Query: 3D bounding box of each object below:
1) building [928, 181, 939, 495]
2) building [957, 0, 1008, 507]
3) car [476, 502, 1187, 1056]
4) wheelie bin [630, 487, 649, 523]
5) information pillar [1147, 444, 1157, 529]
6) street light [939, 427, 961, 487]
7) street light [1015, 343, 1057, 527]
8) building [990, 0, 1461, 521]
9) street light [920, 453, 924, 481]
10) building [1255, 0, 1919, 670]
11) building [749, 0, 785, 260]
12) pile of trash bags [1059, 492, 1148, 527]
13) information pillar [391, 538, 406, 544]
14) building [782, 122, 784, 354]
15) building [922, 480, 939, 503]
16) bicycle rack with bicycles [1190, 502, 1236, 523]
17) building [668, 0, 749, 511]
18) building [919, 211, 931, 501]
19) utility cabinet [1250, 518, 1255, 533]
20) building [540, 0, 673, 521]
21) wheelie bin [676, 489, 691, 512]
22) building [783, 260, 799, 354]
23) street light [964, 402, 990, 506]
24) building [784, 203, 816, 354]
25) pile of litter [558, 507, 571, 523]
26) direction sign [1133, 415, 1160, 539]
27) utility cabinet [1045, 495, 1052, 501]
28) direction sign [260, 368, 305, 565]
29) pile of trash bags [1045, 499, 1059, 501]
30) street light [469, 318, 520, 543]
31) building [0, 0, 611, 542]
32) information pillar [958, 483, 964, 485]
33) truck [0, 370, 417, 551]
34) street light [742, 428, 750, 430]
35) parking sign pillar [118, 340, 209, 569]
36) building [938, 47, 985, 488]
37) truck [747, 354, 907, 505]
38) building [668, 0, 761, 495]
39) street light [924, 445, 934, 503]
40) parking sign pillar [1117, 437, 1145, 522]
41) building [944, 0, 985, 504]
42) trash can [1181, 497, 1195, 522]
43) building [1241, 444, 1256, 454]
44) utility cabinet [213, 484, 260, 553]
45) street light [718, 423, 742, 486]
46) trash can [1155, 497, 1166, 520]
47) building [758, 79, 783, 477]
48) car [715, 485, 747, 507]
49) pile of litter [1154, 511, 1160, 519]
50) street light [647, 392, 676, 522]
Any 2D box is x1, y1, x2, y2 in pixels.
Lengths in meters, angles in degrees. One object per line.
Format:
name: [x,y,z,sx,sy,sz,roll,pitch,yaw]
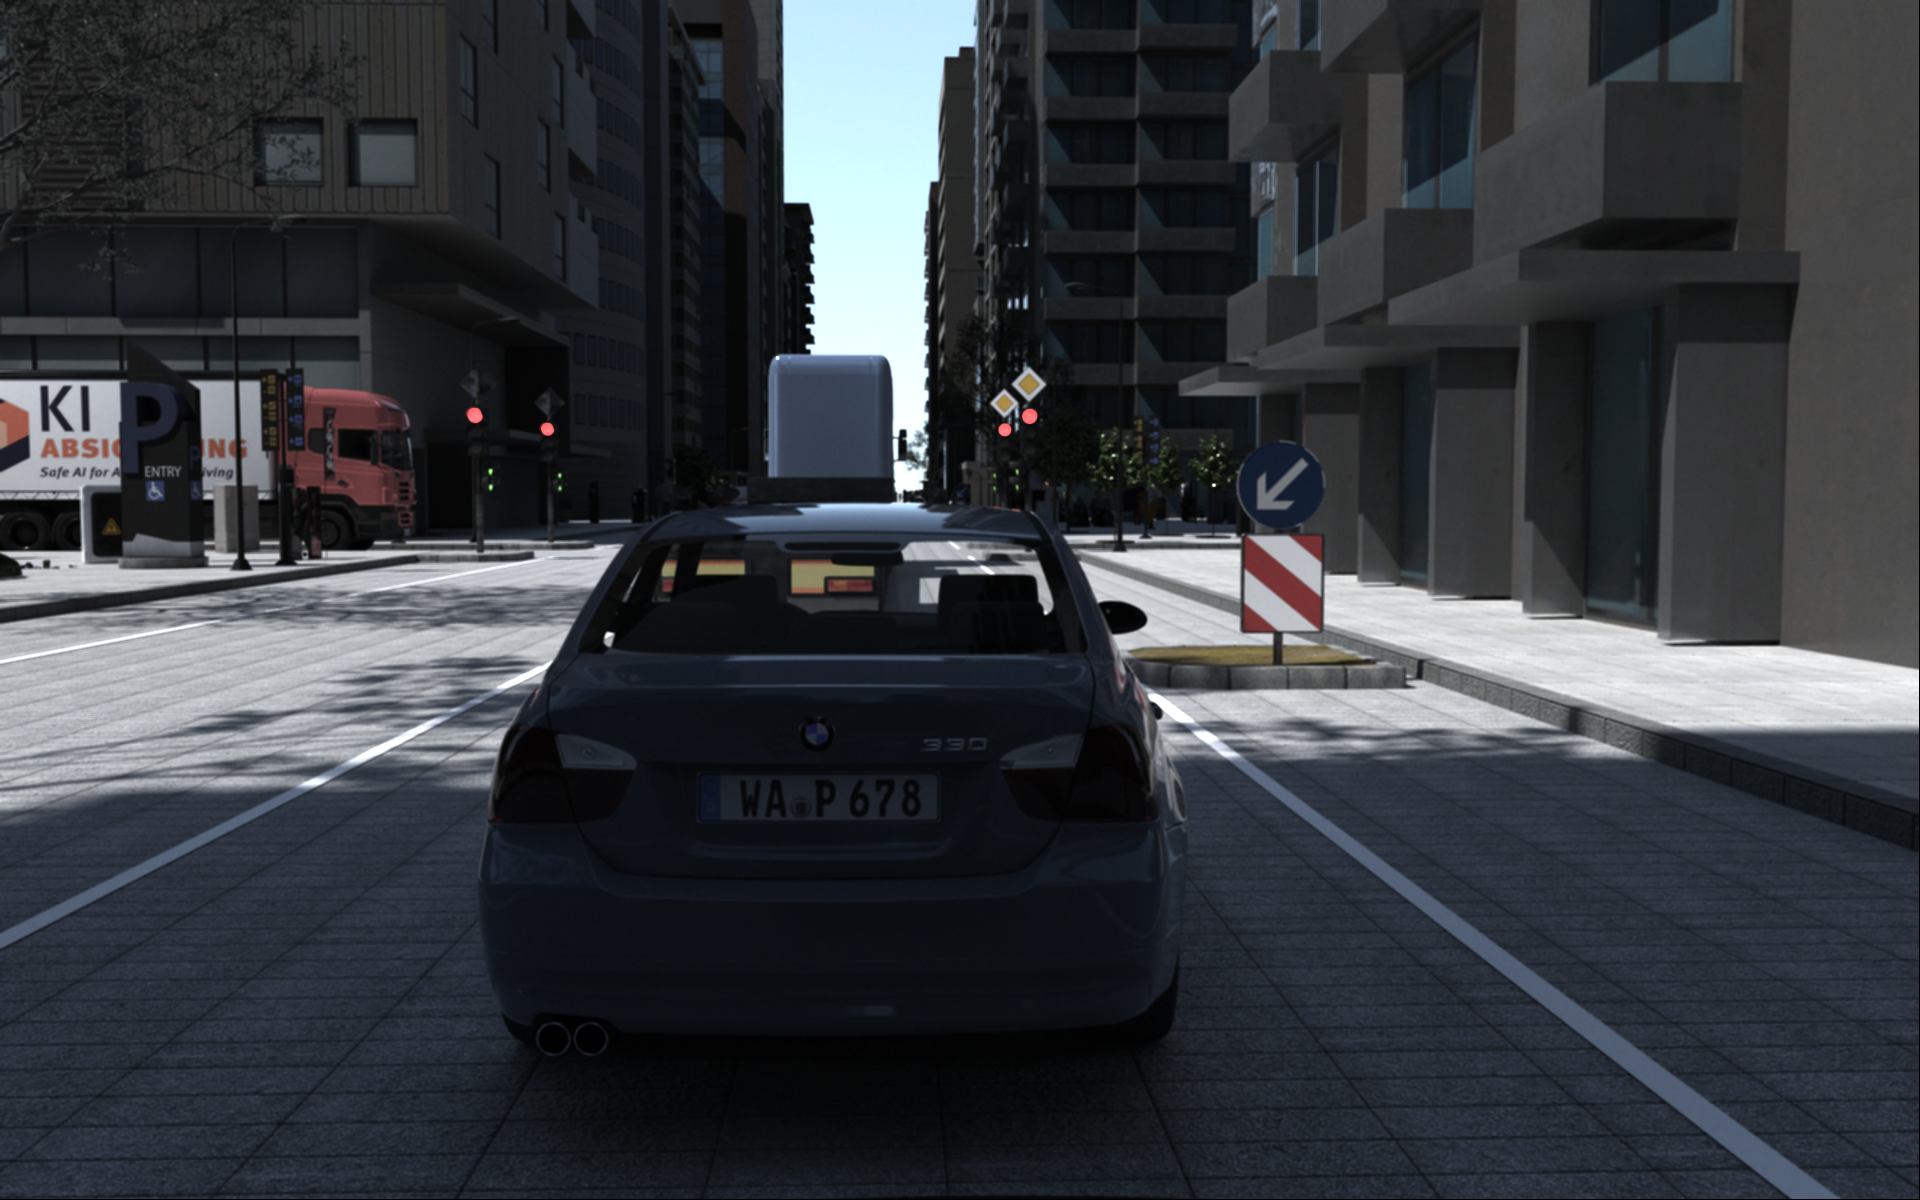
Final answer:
building: [2.636,-36.191,241.837,14.600,45.320,14.200,0,4,-2]
building: [10.476,-42.479,132.782,20.563,71.187,20.611,0,4,-2]
car: [-0.320,0.378,5.817,2.014,1.417,4.499,0,4,-1]
wheelie bin: [-14.026,-4.161,75.937,0.693,1.594,0.980,0,4,4]
information pillar: [7.015,-4.390,63.139,0.183,3.616,0.504,3,4,38]
street light: [-0.500,-9.060,120.677,1.470,5.913,1.316,0,4,-2]
street light: [2.386,-4.943,53.361,1.470,5.913,1.316,0,4,-2]
building: [13.395,-29.681,104.886,23.786,49.044,30.456,0,4,-2]
street light: [-3.734,-13.723,196.913,1.470,5.913,1.316,0,4,-2]
building: [16.109,-24.593,21.710,23.786,49.044,30.456,0,4,-2]
building: [-31.328,-48.254,227.208,20.563,71.187,20.611,0,4,-2]
pile of trash bags: [5.808,-3.532,67.505,3.447,1.369,1.912,1,4,11]
information pillar: [-14.480,-3.266,44.750,0.504,3.616,0.183,1,4,22]
building: [-25.723,-30.341,179.666,14.154,41.232,14.086,0,4,-2]
building: [11.327,-32.485,223.017,32.217,40.220,23.993,0,4,-2]
bicycle rack with bicycles: [12.039,-3.877,76.764,2.852,0.926,2.925,-3,5,-41]
building: [-32.828,-26.926,132.121,32.217,40.220,23.993,0,4,-2]
building: [5.708,-39.461,264.798,23.786,49.044,30.456,0,4,-2]
utility cabinet: [9.347,-2.744,56.029,0.306,1.237,1.020,2,4,25]
building: [-27.903,-33.673,92.550,21.231,58.520,28.212,0,4,-2]
wheelie bin: [-18.240,-6.500,114.184,0.980,1.594,0.693,-1,4,-14]
building: [-26.952,-26.886,211.292,14.160,30.474,14.107,0,4,-2]
street light: [0.917,-7.008,87.123,1.470,5.913,1.316,0,4,-2]
building: [-32.468,-36.578,252.681,22.147,44.769,28.867,0,4,-2]
pile of litter: [-17.895,-3.879,77.380,1.176,0.858,1.719,2,4,27]
direction sign: [5.352,-3.538,49.844,0.876,3.537,0.379,3,4,38]
utility cabinet: [4.078,-4.586,86.147,1.020,1.237,0.306,-2,4,-33]
direction sign: [-12.237,-2.407,31.346,0.876,3.537,0.379,1,4,15]
pile of trash bags: [3.731,-4.311,80.244,1.912,1.369,3.447,-1,4,-18]
street light: [-12.277,-4.474,45.699,1.470,5.913,1.316,0,4,-2]
building: [-27.373,-28.605,56.930,28.713,52.752,27.495,0,4,-2]
information pillar: [0.067,-6.504,110.832,0.304,2.012,0.304,2,4,33]
truck: [-17.978,-3.151,40.433,11.283,4.237,2.839,0,4,-4]
street light: [-15.538,-9.164,122.365,1.470,5.913,1.316,0,4,-2]
parking sign pillar: [-13.909,-2.549,30.149,1.447,3.967,1.447,1,4,9]
building: [8.650,-34.366,185.583,21.300,48.544,21.600,0,4,-2]
truck: [-2.323,-2.316,27.627,2.967,4.110,18.799,0,4,-2]
building: [-24.980,-30.658,151.372,14.600,45.320,14.200,0,4,-2]
street light: [-2.359,-11.652,163.058,1.470,5.913,1.316,0,4,-2]
parking sign pillar: [7.943,-5.592,79.906,1.447,3.967,1.447,-1,4,-10]
building: [10.159,-51.715,158.213,22.319,86.520,31.000,0,4,-2]
trash can: [10.511,-4.148,79.471,0.748,1.137,0.748,0,3,0]
building: [24.622,-24.650,57.654,28.867,44.769,22.147,0,4,-2]
utility cabinet: [-15.798,-1.785,37.859,0.318,1.500,1.173,1,4,12]
street light: [-15.130,-8.563,112.548,1.470,5.913,1.316,0,4,-2]
trash can: [9.969,-4.546,85.976,0.748,1.137,0.748,0,3,0]
building: [-24.820,-29.482,165.633,14.154,41.232,14.086,0,4,-2]
car: [-8.663,-3.742,69.852,2.281,1.827,5.304,0,4,-1]
pile of litter: [9.598,-4.543,88.235,1.719,0.858,1.176,-3,4,-37]
street light: [-13.683,-6.528,79.276,1.470,5.913,1.316,0,4,-2]
